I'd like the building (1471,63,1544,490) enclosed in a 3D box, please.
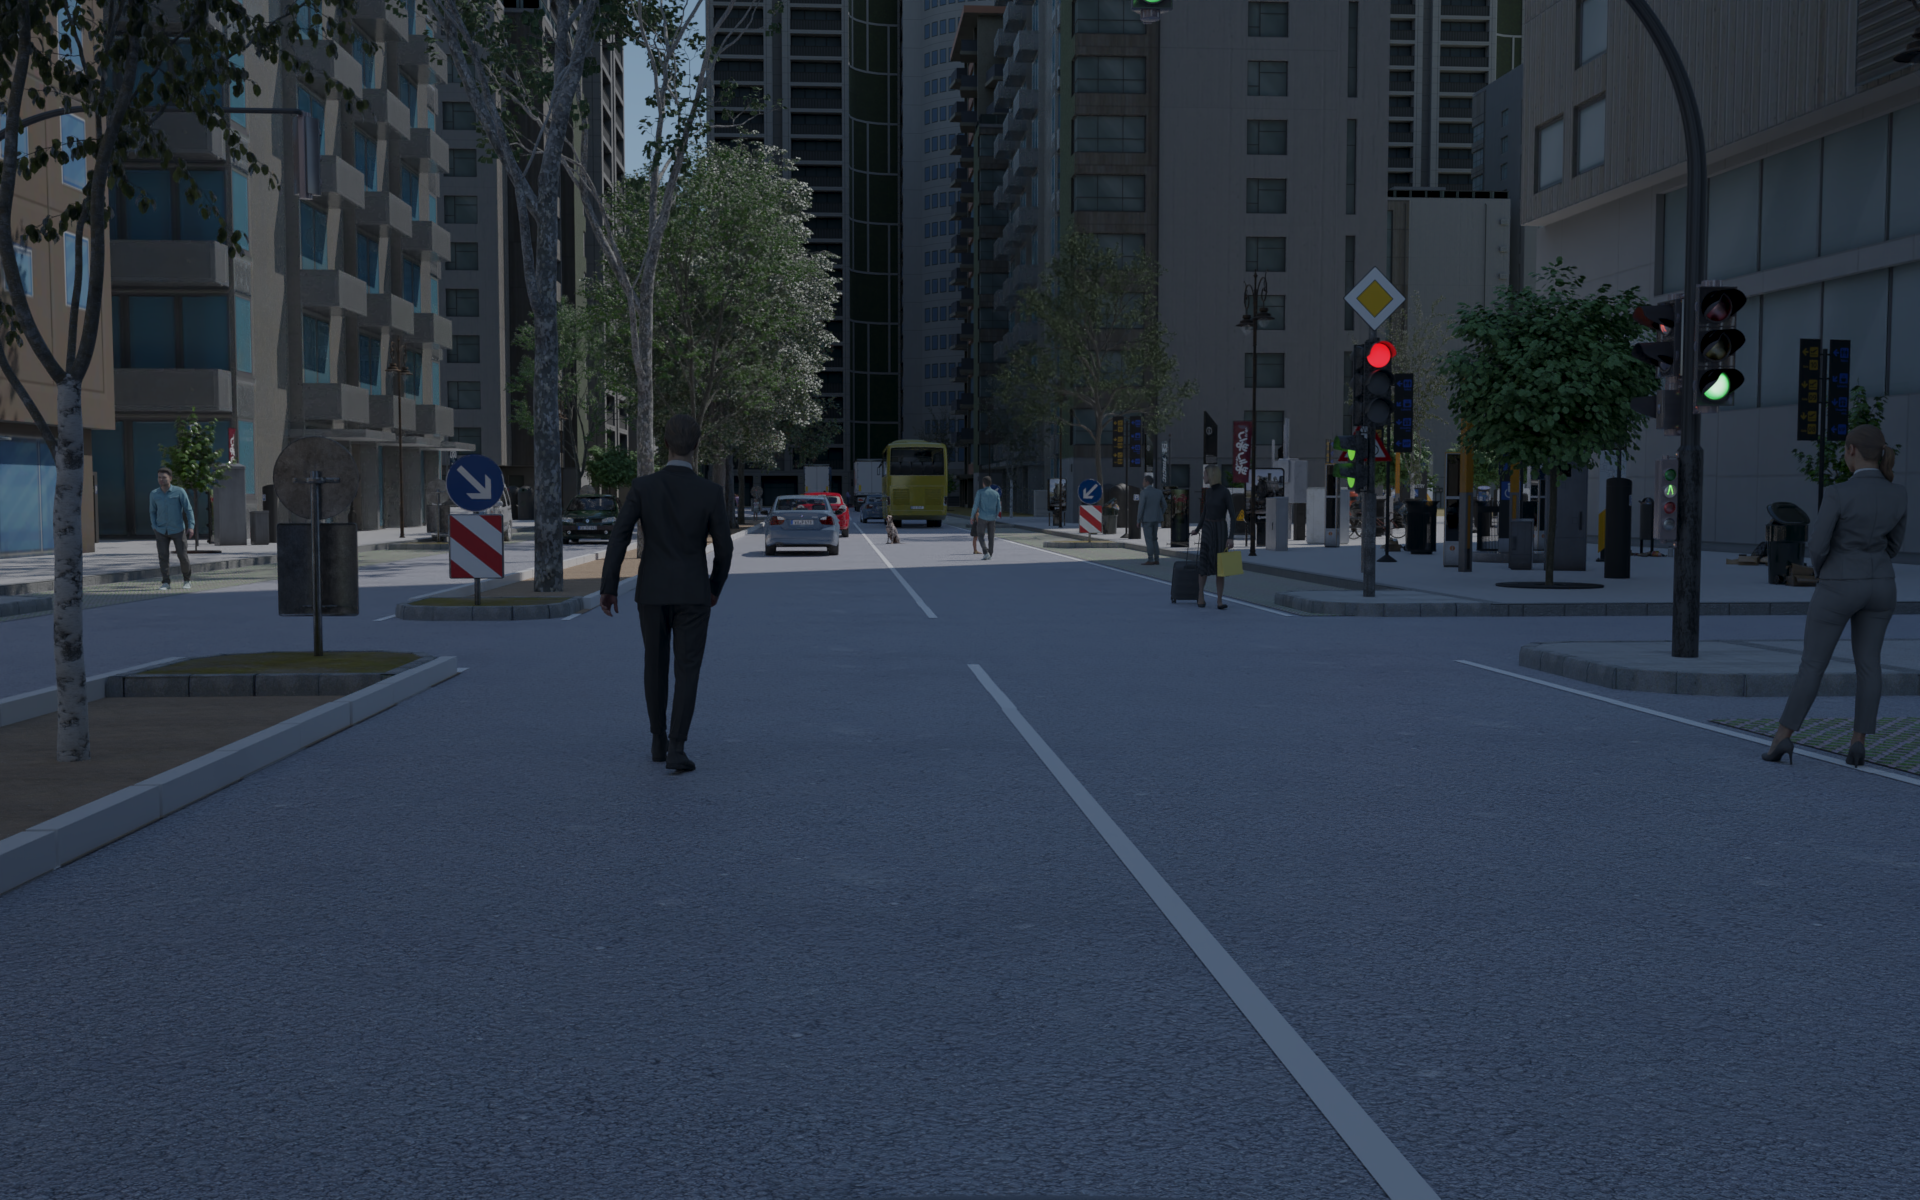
[{"bbox_3d":[58.450,-29.592,167.428,14.086,41.232,14.154,0,4,-4],"label":"building"}]

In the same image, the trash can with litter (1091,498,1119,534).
[{"bbox_3d":[4.518,-2.671,55.052,1.055,1.170,0.624,0,4,1],"label":"trash can with litter"}]

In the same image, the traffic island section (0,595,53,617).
[{"bbox_3d":[-12.110,0.117,20.361,2.009,0.180,2.903,0,4,-4],"label":"traffic island section"}]

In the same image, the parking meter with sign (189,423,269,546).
[{"bbox_3d":[-18.148,-2.862,43.060,1.738,3.016,0.543,-3,5,-43],"label":"parking meter with sign"}]

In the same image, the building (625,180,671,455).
[{"bbox_3d":[-34.859,-23.824,161.229,14.107,30.474,14.160,0,4,-4],"label":"building"}]

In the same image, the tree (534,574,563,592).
[{"bbox_3d":[-7.290,-10.222,25.480,12.611,20.169,13.585,0,3,0],"label":"tree"}]

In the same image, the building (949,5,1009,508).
[{"bbox_3d":[10.479,-30.706,156.670,22.147,44.769,28.867,0,4,-4],"label":"building"}]

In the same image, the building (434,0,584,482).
[{"bbox_3d":[-29.922,-20.156,101.248,14.160,30.474,14.107,0,4,-4],"label":"building"}]

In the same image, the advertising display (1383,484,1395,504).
[{"bbox_3d":[24.229,-5.656,97.688,0.974,1.923,0.123,1,4,10],"label":"advertising display"}]

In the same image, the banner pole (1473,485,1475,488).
[{"bbox_3d":[25.597,-5.944,87.203,0.401,3.779,0.863,-3,4,-38],"label":"banner pole"}]

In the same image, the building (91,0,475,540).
[{"bbox_3d":[-30.794,-26.898,59.398,23.786,49.044,30.456,0,4,-4],"label":"building"}]

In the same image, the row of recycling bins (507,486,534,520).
[{"bbox_3d":[-22.588,-4.825,86.008,3.534,1.692,1.069,2,4,27],"label":"row of recycling bins"}]

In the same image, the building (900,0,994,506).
[{"bbox_3d":[7.518,-39.764,192.143,28.212,58.520,21.231,0,4,-4],"label":"building"}]

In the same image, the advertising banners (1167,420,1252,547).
[{"bbox_3d":[5.992,-2.765,41.401,2.074,3.025,0.090,1,4,14],"label":"advertising banners"}]

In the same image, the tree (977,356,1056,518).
[{"bbox_3d":[2.968,-8.682,92.310,4.360,8.622,3.978,0,3,0],"label":"tree"}]

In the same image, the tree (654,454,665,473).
[{"bbox_3d":[-21.564,-8.166,117.222,4.285,4.588,4.351,0,3,0],"label":"tree"}]

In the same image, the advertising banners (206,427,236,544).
[{"bbox_3d":[-19.124,-2.980,44.905,0.090,3.025,2.074,0,4,-2],"label":"advertising banners"}]

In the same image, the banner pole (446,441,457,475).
[{"bbox_3d":[-24.234,-5.656,82.496,0.401,3.779,0.863,2,4,33],"label":"banner pole"}]

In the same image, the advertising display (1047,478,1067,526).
[{"bbox_3d":[3.901,-3.943,69.675,0.974,1.923,0.123,-3,5,-41],"label":"advertising display"}]

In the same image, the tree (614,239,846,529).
[{"bbox_3d":[-9.509,-9.271,71.045,9.611,12.733,9.660,0,3,0],"label":"tree"}]

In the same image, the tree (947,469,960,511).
[{"bbox_3d":[-0.786,-8.371,131.468,1.663,3.219,1.824,0,3,0],"label":"tree"}]

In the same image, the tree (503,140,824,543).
[{"bbox_3d":[-7.705,-7.464,50.243,9.928,11.665,9.643,0,3,0],"label":"tree"}]

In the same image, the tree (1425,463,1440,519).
[{"bbox_3d":[23.592,-5.715,88.039,1.663,3.219,1.824,0,3,0],"label":"tree"}]

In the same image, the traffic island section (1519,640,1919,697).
[{"bbox_3d":[5.731,0.526,13.683,2.009,0.180,2.903,0,4,-4],"label":"traffic island section"}]

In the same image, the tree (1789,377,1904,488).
[{"bbox_3d":[14.596,-2.045,28.032,1.663,3.219,1.824,0,3,0],"label":"tree"}]

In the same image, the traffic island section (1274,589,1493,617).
[{"bbox_3d":[5.134,0.039,21.646,2.009,0.180,2.903,0,4,-4],"label":"traffic island section"}]

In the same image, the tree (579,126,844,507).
[{"bbox_3d":[-8.594,-9.288,60.977,9.857,13.997,8.962,0,3,0],"label":"tree"}]

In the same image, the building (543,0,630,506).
[{"bbox_3d":[-35.533,-42.841,138.702,20.563,71.187,20.611,0,4,-4],"label":"building"}]

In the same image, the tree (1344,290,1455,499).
[{"bbox_3d":[15.981,-6.816,61.810,4.360,8.622,3.978,0,3,0],"label":"tree"}]

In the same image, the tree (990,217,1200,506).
[{"bbox_3d":[4.521,-7.621,59.009,7.601,10.594,8.767,0,4,-4],"label":"tree"}]

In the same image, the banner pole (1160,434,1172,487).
[{"bbox_3d":[8.546,-4.994,71.668,0.401,3.779,0.863,3,5,41],"label":"banner pole"}]

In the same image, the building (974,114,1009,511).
[{"bbox_3d":[7.895,-22.245,135.406,14.160,30.474,14.107,0,4,-4],"label":"building"}]

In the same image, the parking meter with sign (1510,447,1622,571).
[{"bbox_3d":[10.162,-2.004,29.031,1.738,3.016,0.543,1,4,21],"label":"parking meter with sign"}]

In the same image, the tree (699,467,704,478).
[{"bbox_3d":[-25.557,-10.969,163.059,4.285,4.588,4.351,0,3,0],"label":"tree"}]

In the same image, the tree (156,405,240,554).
[{"bbox_3d":[-16.497,-2.631,37.620,1.663,3.219,1.824,0,3,0],"label":"tree"}]

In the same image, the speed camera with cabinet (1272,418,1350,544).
[{"bbox_3d":[9.107,-3.087,44.803,0.660,3.252,2.038,-3,5,-40],"label":"speed camera with cabinet"}]

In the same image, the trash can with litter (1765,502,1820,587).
[{"bbox_3d":[11.790,-0.794,24.369,0.624,1.170,1.055,0,4,0],"label":"trash can with litter"}]

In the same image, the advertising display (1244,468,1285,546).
[{"bbox_3d":[7.439,-2.273,42.376,0.974,1.923,0.123,0,4,2],"label":"advertising display"}]

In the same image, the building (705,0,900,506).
[{"bbox_3d":[-16.912,-46.008,190.475,20.611,71.187,20.563,0,4,-4],"label":"building"}]

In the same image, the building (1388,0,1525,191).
[{"bbox_3d":[52.507,-46.285,195.005,20.611,71.187,20.563,0,4,-4],"label":"building"}]

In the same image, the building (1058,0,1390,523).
[{"bbox_3d":[11.430,-18.987,82.140,14.160,30.474,14.107,0,4,-4],"label":"building"}]

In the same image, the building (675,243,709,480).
[{"bbox_3d":[-34.350,-25.370,186.507,14.107,30.474,14.160,0,4,-4],"label":"building"}]

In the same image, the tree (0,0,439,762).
[{"bbox_3d":[-4.782,-3.452,9.253,4.360,8.622,3.978,0,3,0],"label":"tree"}]

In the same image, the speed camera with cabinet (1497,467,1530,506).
[{"bbox_3d":[17.751,-3.666,54.278,2.038,3.252,0.660,-2,4,-32],"label":"speed camera with cabinet"}]

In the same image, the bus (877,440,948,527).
[{"bbox_3d":[-2.158,-5.259,77.526,2.896,3.916,12.252,0,4,-4],"label":"bus"}]

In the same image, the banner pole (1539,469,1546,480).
[{"bbox_3d":[12.707,-2.882,37.131,0.863,3.779,0.401,1,4,23],"label":"banner pole"}]

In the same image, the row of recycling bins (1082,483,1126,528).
[{"bbox_3d":[5.633,-3.669,67.100,1.069,1.692,3.534,-1,4,-18],"label":"row of recycling bins"}]

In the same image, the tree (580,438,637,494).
[{"bbox_3d":[-20.385,-7.161,100.788,4.285,4.588,4.351,0,3,0],"label":"tree"}]

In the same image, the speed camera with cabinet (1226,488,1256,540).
[{"bbox_3d":[8.525,-3.343,48.997,2.038,3.252,0.660,0,4,3],"label":"speed camera with cabinet"}]

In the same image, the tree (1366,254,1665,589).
[{"bbox_3d":[8.108,-2.455,23.858,4.285,4.588,4.351,0,3,0],"label":"tree"}]

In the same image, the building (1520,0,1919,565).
[{"bbox_3d":[29.301,-27.213,34.174,27.495,52.752,28.713,0,4,-4],"label":"building"}]

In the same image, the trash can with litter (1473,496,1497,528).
[{"bbox_3d":[20.687,-3.338,65.629,2.233,1.210,1.678,3,5,42],"label":"trash can with litter"}]

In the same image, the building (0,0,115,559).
[{"bbox_3d":[-25.055,-23.207,29.550,14.600,45.320,14.200,0,4,-4],"label":"building"}]

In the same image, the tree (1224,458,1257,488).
[{"bbox_3d":[12.054,-4.885,74.469,1.663,3.219,1.824,0,3,0],"label":"tree"}]

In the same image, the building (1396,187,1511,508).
[{"bbox_3d":[43.411,-24.162,166.757,14.107,30.474,14.160,0,4,-4],"label":"building"}]

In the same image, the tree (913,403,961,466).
[{"bbox_3d":[-1.779,-11.601,140.031,4.360,8.622,3.978,0,3,0],"label":"tree"}]

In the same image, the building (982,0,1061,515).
[{"bbox_3d":[14.012,-30.176,112.994,23.786,49.044,30.456,0,4,-4],"label":"building"}]
